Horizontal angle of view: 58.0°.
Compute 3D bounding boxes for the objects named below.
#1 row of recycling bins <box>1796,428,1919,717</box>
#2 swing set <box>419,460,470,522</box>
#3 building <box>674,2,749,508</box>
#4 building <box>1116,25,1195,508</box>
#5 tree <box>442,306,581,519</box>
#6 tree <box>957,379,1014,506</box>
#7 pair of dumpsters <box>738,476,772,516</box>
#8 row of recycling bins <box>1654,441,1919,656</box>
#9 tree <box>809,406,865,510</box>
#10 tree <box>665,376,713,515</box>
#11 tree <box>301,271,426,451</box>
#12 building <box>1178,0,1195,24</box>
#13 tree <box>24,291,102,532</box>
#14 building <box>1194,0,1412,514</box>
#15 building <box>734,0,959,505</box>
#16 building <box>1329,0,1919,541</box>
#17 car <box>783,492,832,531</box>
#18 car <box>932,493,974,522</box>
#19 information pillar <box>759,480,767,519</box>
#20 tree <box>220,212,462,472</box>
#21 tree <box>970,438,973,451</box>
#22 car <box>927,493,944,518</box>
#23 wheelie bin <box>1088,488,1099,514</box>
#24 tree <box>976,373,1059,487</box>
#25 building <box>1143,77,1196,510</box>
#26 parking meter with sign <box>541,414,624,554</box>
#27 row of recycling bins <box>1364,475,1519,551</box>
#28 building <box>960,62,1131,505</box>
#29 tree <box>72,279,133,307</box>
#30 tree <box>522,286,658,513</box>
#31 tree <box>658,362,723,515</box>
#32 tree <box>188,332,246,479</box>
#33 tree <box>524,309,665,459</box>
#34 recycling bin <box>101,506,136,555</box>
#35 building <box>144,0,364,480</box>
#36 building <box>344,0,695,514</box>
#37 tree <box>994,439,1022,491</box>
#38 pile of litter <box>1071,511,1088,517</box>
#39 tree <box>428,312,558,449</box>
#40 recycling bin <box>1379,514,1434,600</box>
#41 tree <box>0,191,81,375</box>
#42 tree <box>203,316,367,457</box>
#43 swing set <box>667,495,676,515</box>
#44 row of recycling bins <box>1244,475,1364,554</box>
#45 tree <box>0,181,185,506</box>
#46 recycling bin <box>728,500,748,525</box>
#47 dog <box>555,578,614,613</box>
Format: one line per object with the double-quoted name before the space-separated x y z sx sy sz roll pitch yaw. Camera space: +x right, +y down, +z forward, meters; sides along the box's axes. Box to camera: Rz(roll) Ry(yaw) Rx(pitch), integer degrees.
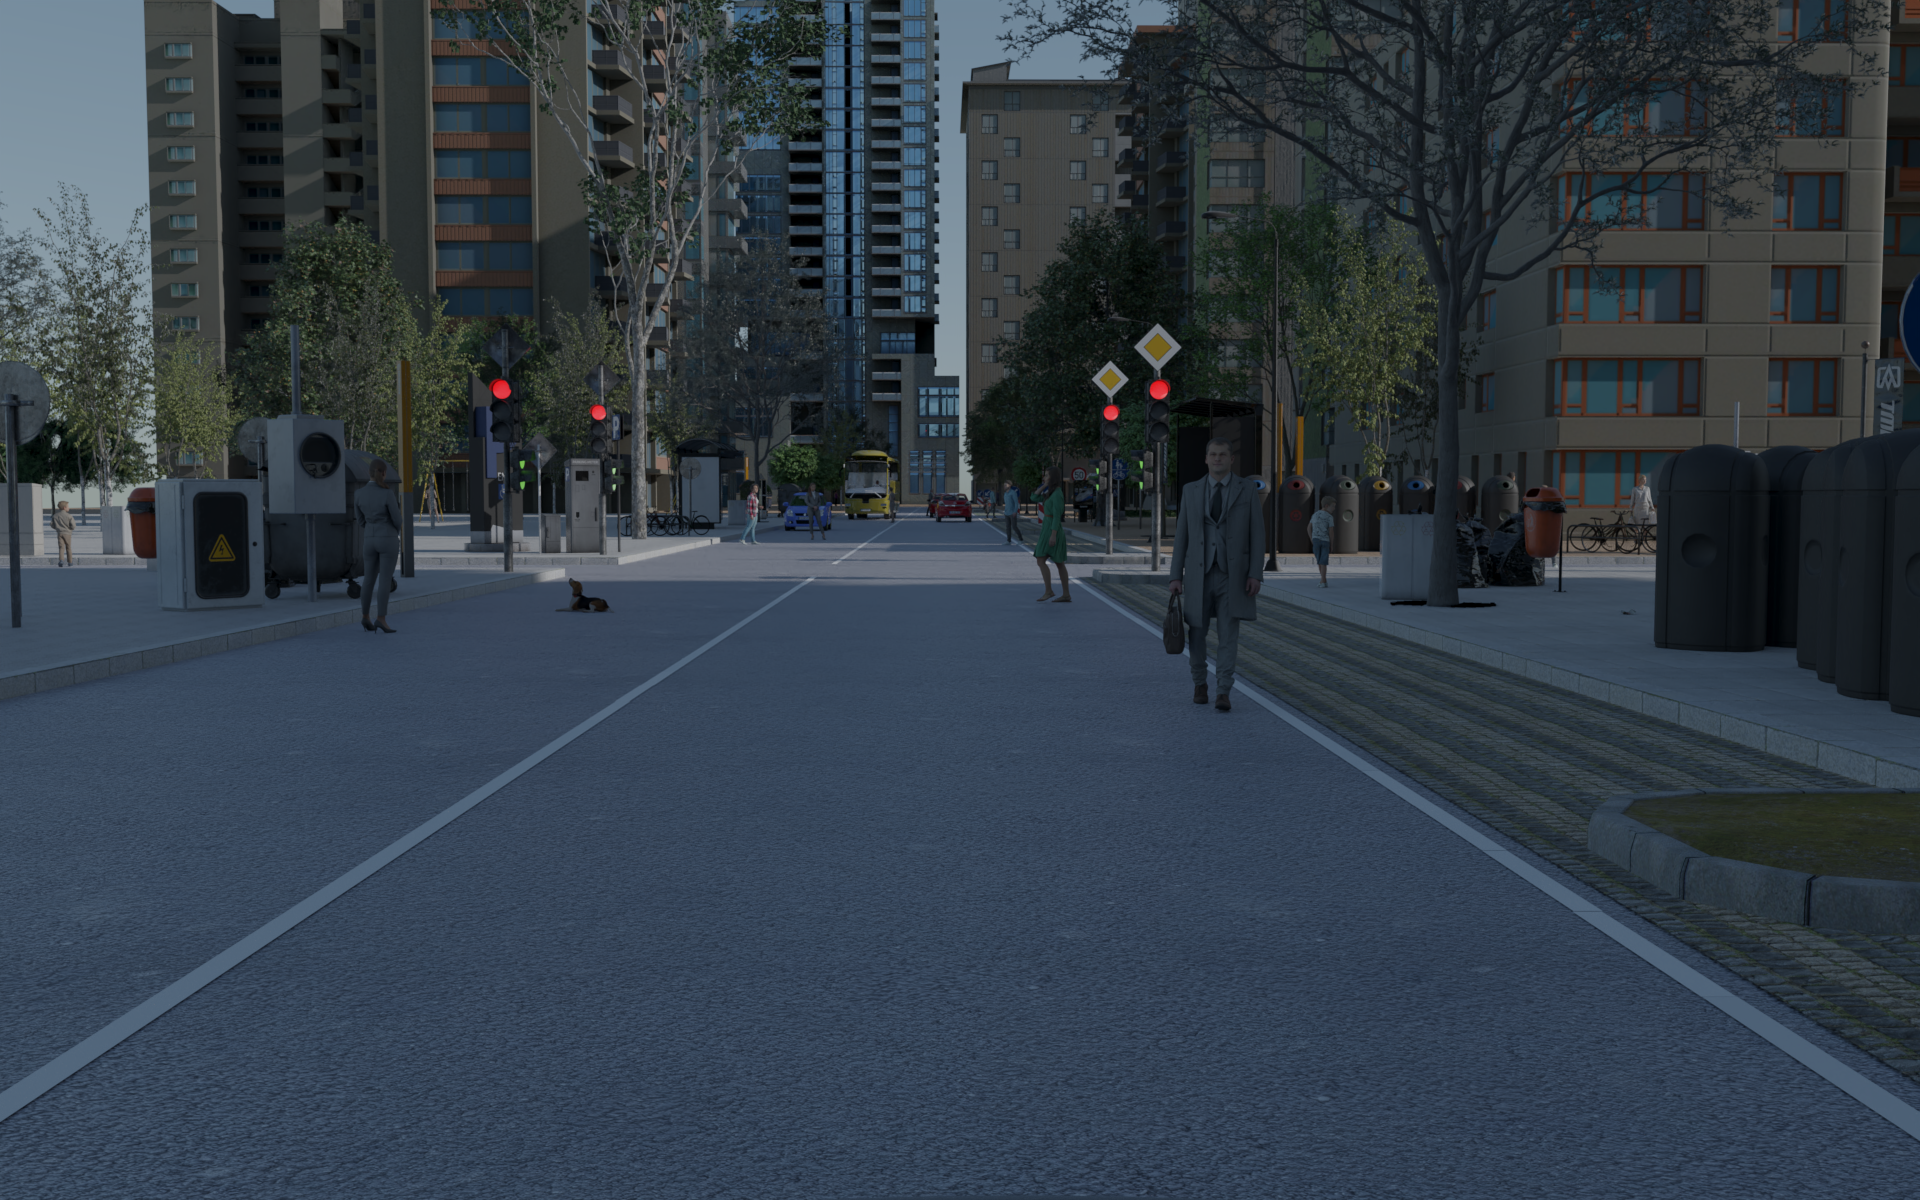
"row of recycling bins" 6.205 -0.256 11.307 1.069 1.692 3.534 1 4 15
"swing set" -23.241 -5.048 80.157 3.119 2.851 2.862 0 4 5
"building" -35.815 -33.264 163.469 30.456 49.044 23.786 0 4 -1
"building" 26.291 -31.046 162.221 22.147 44.769 28.867 0 4 -1
"tree" -22.442 -9.326 86.894 7.601 10.594 8.767 -3 5 -41
"tree" 4.219 -17.112 186.436 9.857 13.997 8.962 0 3 0
"pair of dumpsters" -11.140 -5.594 93.962 1.574 2.255 4.437 0 4 -1
"row of recycling bins" 7.454 -0.485 15.043 3.534 1.692 1.069 -2 4 -30
"tree" -10.117 -11.824 143.691 4.737 8.622 4.395 0 3 0
"tree" -17.106 -9.372 103.586 4.737 8.622 4.395 0 3 0
"tree" -20.081 -6.579 57.933 4.360 8.622 3.978 0 3 0
"building" 38.462 -47.547 215.651 20.611 71.187 20.563 0 4 -1
"tree" -35.124 -6.921 63.524 4.737 8.622 4.395 0 3 0
"building" 21.034 -25.741 104.467 14.154 41.232 14.086 0 4 -1
"building" -15.665 -55.224 215.584 31.000 86.520 22.319 0 4 -1
"building" 30.544 -13.186 60.629 28.899 21.520 27.650 0 4 -1
"car" -6.002 -3.605 68.539 1.945 1.707 3.694 0 4 -1
"car" -0.341 -4.914 89.391 2.155 1.783 4.494 0 4 -2
"information pillar" -9.986 -5.083 87.594 0.304 2.012 0.304 -3 4 -38
"tree" -25.301 -9.398 70.673 9.611 12.733 9.660 0 3 0
"tree" 4.235 -12.082 131.948 7.601 10.594 8.767 -1 4 -15
"car" -0.965 -5.957 106.443 2.155 1.783 4.494 0 4 0
"wheelie bin" 7.052 -5.021 89.995 0.980 1.594 0.693 -3 5 -43
"tree" 4.949 -13.430 145.343 9.928 11.665 9.643 0 3 0
"building" 31.417 -27.164 136.005 32.217 40.220 23.993 0 4 -1
"parking meter with sign" -8.249 -2.539 37.769 1.738 3.016 0.543 -2 4 -29
"row of recycling bins" 10.620 -1.930 38.673 3.534 1.692 1.069 1 4 21
"building" 13.887 -38.583 220.063 27.495 52.752 28.713 0 4 -1
"tree" -29.303 -6.638 58.890 4.737 8.622 4.395 0 3 0
"tree" -13.528 -6.833 62.075 4.360 8.622 3.978 0 3 0
"tree" -15.579 -8.929 96.346 4.360 8.622 3.978 0 3 0
"tree" -34.547 -7.708 76.382 4.737 8.622 4.395 0 3 0
"tree" -14.674 -7.205 68.171 4.737 8.622 4.395 0 3 0
"recycling bin" -17.748 -1.490 36.909 0.722 1.027 0.722 2 4 28
"building" -61.861 -33.106 164.981 21.600 48.544 21.300 0 4 -1
"building" -31.519 -28.829 125.983 22.147 44.769 28.867 0 4 -1
"tree" 4.384 -12.530 155.220 4.360 8.622 3.978 0 3 0
"pile of litter" 6.925 -5.133 97.896 1.719 0.858 1.176 -2 4 -34
"tree" -26.866 -10.636 99.651 9.928 11.665 9.643 0 3 0
"recycling bin" 5.542 -0.534 21.279 0.722 1.027 0.722 1 4 11
"tree" -30.484 -8.499 49.334 12.009 13.543 11.850 0 3 0
"tree" -34.116 -9.457 89.029 7.601 10.594 8.767 1 4 15
"swing set" -16.946 -6.815 109.047 2.862 2.851 3.119 -1 4 -13
"row of recycling bins" 6.804 -1.857 37.471 3.534 1.692 1.069 0 4 4
"tree" -20.260 -5.535 40.857 4.360 8.622 3.978 0 3 0
"recycling bin" -9.109 -3.582 71.124 0.722 1.027 0.722 0 4 5
"dog" -4.554 -0.052 21.046 0.550 0.427 0.748 -2 4 -34
